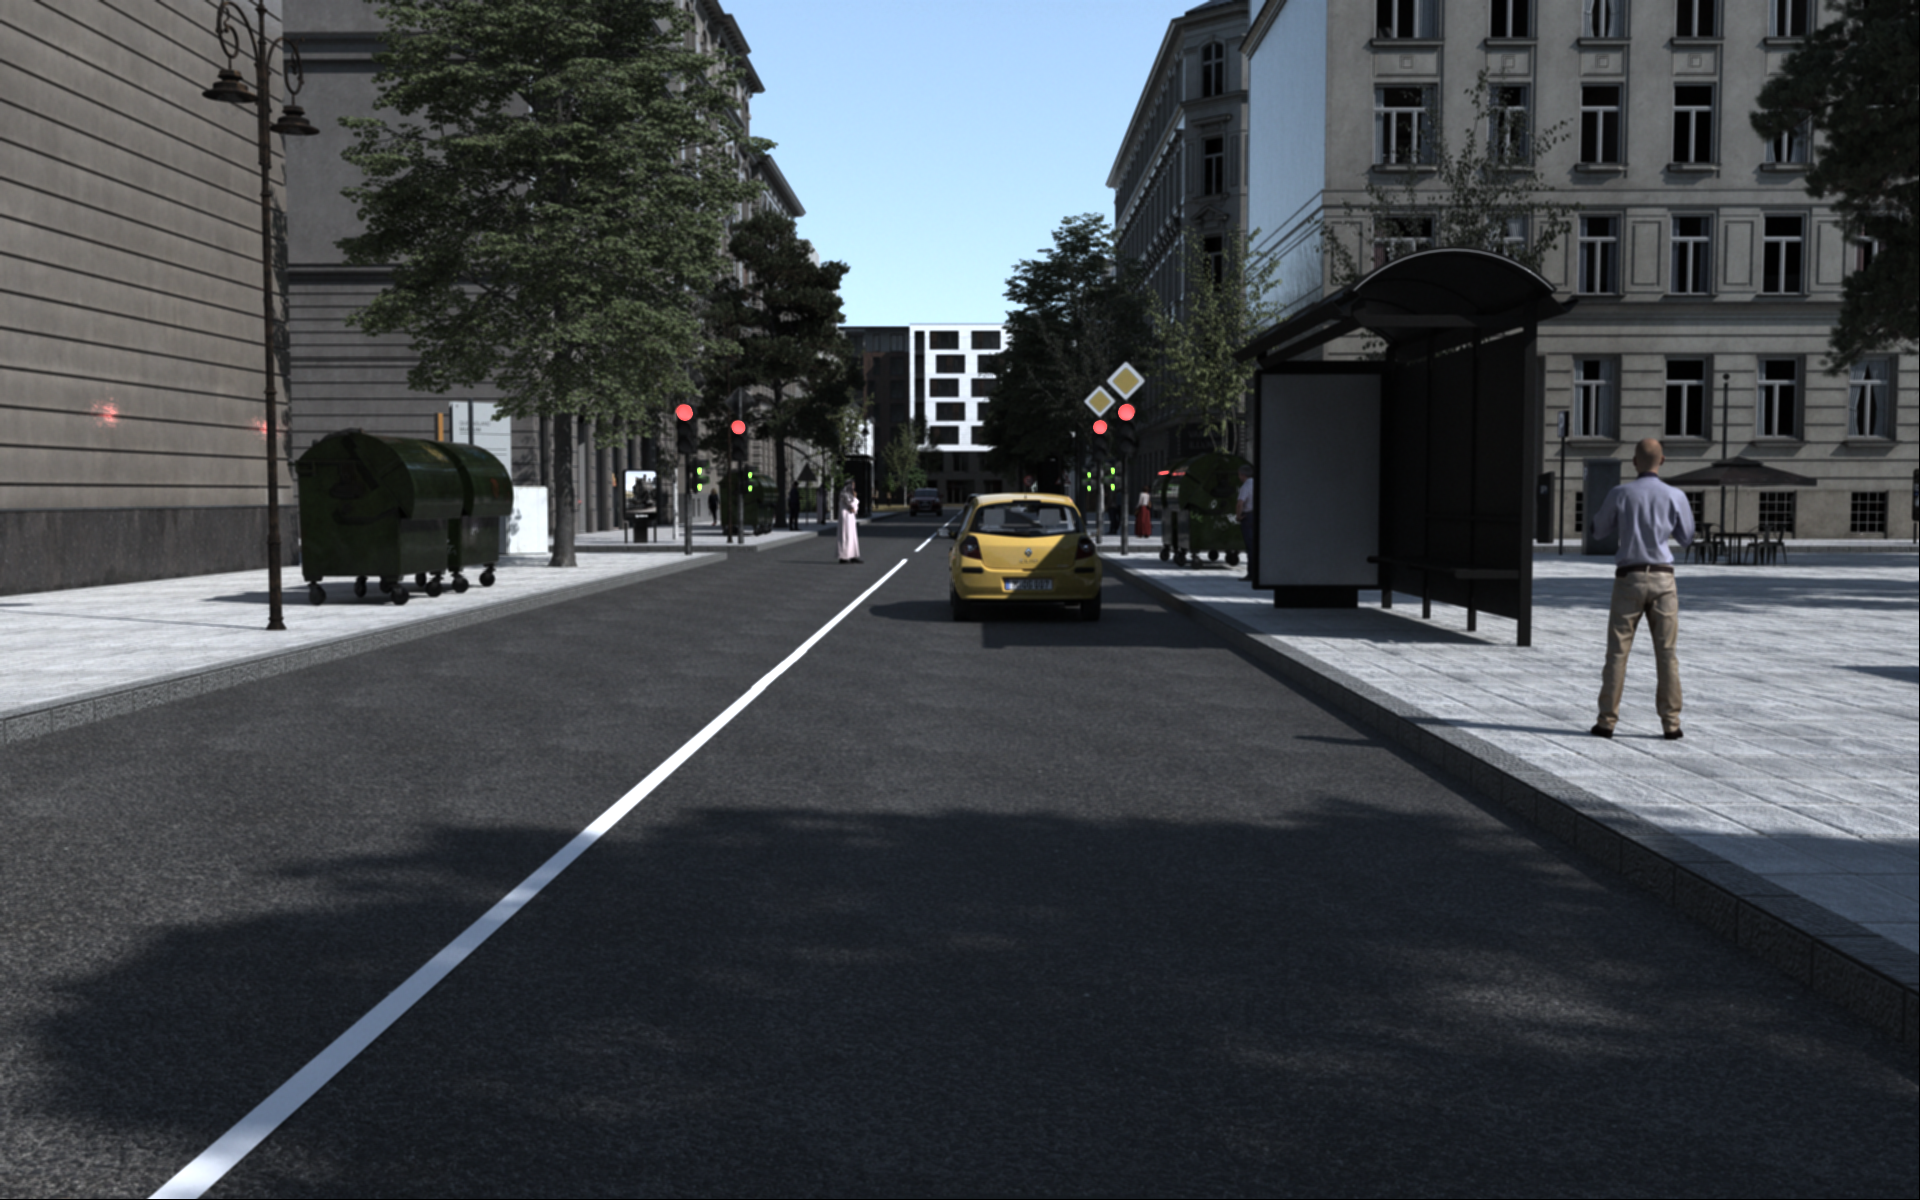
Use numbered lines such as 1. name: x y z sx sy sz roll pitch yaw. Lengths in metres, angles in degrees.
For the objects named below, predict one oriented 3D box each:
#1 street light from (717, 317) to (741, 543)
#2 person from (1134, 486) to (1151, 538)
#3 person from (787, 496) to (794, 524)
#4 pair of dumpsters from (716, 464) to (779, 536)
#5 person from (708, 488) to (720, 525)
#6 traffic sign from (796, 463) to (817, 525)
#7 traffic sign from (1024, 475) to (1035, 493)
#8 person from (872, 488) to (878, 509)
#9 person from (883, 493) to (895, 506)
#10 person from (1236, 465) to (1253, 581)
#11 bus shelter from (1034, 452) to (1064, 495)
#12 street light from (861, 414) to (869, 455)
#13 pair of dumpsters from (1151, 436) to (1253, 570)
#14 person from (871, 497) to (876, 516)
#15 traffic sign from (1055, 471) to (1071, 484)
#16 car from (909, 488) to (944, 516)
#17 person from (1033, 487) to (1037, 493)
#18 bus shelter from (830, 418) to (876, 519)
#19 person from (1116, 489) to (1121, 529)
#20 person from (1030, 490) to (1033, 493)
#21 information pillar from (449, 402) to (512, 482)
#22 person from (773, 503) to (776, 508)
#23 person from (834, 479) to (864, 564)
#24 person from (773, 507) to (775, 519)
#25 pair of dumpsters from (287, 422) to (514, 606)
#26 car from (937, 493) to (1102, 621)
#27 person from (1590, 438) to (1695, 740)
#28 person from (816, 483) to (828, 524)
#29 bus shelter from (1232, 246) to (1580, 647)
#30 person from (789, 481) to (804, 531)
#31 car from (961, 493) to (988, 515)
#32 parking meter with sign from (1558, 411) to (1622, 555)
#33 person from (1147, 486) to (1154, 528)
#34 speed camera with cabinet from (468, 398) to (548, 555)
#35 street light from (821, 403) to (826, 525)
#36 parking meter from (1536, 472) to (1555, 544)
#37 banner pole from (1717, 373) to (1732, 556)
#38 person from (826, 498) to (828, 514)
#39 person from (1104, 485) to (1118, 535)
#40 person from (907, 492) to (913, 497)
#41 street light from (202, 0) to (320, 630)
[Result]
1. street light: -6.056 -4.441 45.391 0.468 5.910 1.993 0 4 1
2. person: 5.364 -2.575 50.620 0.523 1.526 0.387 -2 4 -27
3. person: -7.204 -4.025 75.037 0.628 1.438 0.799 -2 4 -24
4. pair of dumpsters: -6.701 -3.189 54.630 1.574 2.255 4.436 0 4 1
5. person: -10.107 -3.824 71.104 0.480 1.512 0.613 -1 4 -14
6. traffic sign: -6.309 -4.365 71.369 0.884 2.594 0.081 1 4 9
7. traffic sign: 4.650 -7.105 116.269 0.768 2.556 0.104 0 4 1
8. person: -7.813 -9.062 154.210 0.705 1.823 1.348 0 4 5
9. person: -7.318 -10.566 178.899 1.348 1.812 0.705 1 4 20
10. person: 4.238 -1.136 25.557 0.756 1.711 0.436 -3 4 -38
11. bus shelter: 5.011 -6.600 99.185 1.731 3.624 6.357 0 4 1
12. street light: -5.452 -7.786 100.085 0.468 5.910 1.993 0 4 1
13. pair of dumpsters: 4.431 -1.750 31.106 1.574 2.255 4.436 0 4 1
14. person: -5.325 -5.771 102.763 0.453 1.535 0.546 2 4 28
15. traffic sign: 5.634 -5.801 94.845 0.884 2.594 0.081 0 4 3
16. car: -2.201 -6.412 113.513 2.281 1.827 5.304 0 4 1
17. person: 5.364 -7.244 124.562 0.705 1.814 1.350 1 4 18
18. bus shelter: -5.893 -7.093 93.597 2.179 5.291 8.768 0 4 1
19. person: 5.663 -3.323 62.590 0.499 1.552 0.429 1 4 9
20. person: 6.401 -9.125 155.784 0.990 1.755 0.434 0 4 8
21. information pillar: -12.329 -3.259 44.598 1.656 3.620 0.184 -3 5 -43
22. person: -8.504 -4.413 78.720 0.617 1.759 0.750 0 4 7
23. person: -2.282 -1.622 35.681 0.621 1.740 0.551 0 4 -6
24. person: -9.738 -5.035 89.841 0.415 1.643 0.593 3 5 40
25. pair of dumpsters: -6.974 -1.187 21.898 1.574 2.255 4.436 0 4 1
26. car: 0.727 -0.661 21.026 2.015 1.641 3.980 0 4 -1
27. person: 3.588 -0.063 9.132 0.516 1.574 0.319 1 4 22
28. person: -5.976 -4.173 74.935 0.551 1.740 0.621 0 4 -3
29. bus shelter: 4.059 -1.407 16.930 2.014 3.302 5.546 0 4 1
30. person: -5.679 -3.269 60.198 0.576 1.737 0.504 3 5 43
31. car: 1.075 -5.478 99.357 2.009 1.686 4.222 0 4 -1
32. parking meter with sign: 13.494 -2.453 36.369 1.738 3.016 0.543 0 4 5
33. person: 7.239 -3.551 66.055 0.435 1.587 0.963 -1 4 -13
34. speed camera with cabinet: -9.695 -2.568 36.325 2.038 3.252 0.660 -3 5 -43
35. street light: -5.724 -6.113 72.730 0.468 5.910 1.993 0 4 1
36. parking meter: 15.233 -2.407 45.073 0.255 1.863 0.399 -3 5 -44
37. banner pole: 15.809 -2.803 35.848 0.401 3.779 0.863 2 4 24
38. person: -8.590 -6.151 109.082 0.523 1.526 0.387 -2 4 -24
39. person: 4.707 -2.968 55.108 0.750 1.759 0.617 3 5 41
40. person: -5.285 -11.254 190.059 1.348 1.822 0.705 -2 4 -31
41. street light: -6.474 -2.656 16.218 0.468 5.910 1.993 0 4 1
